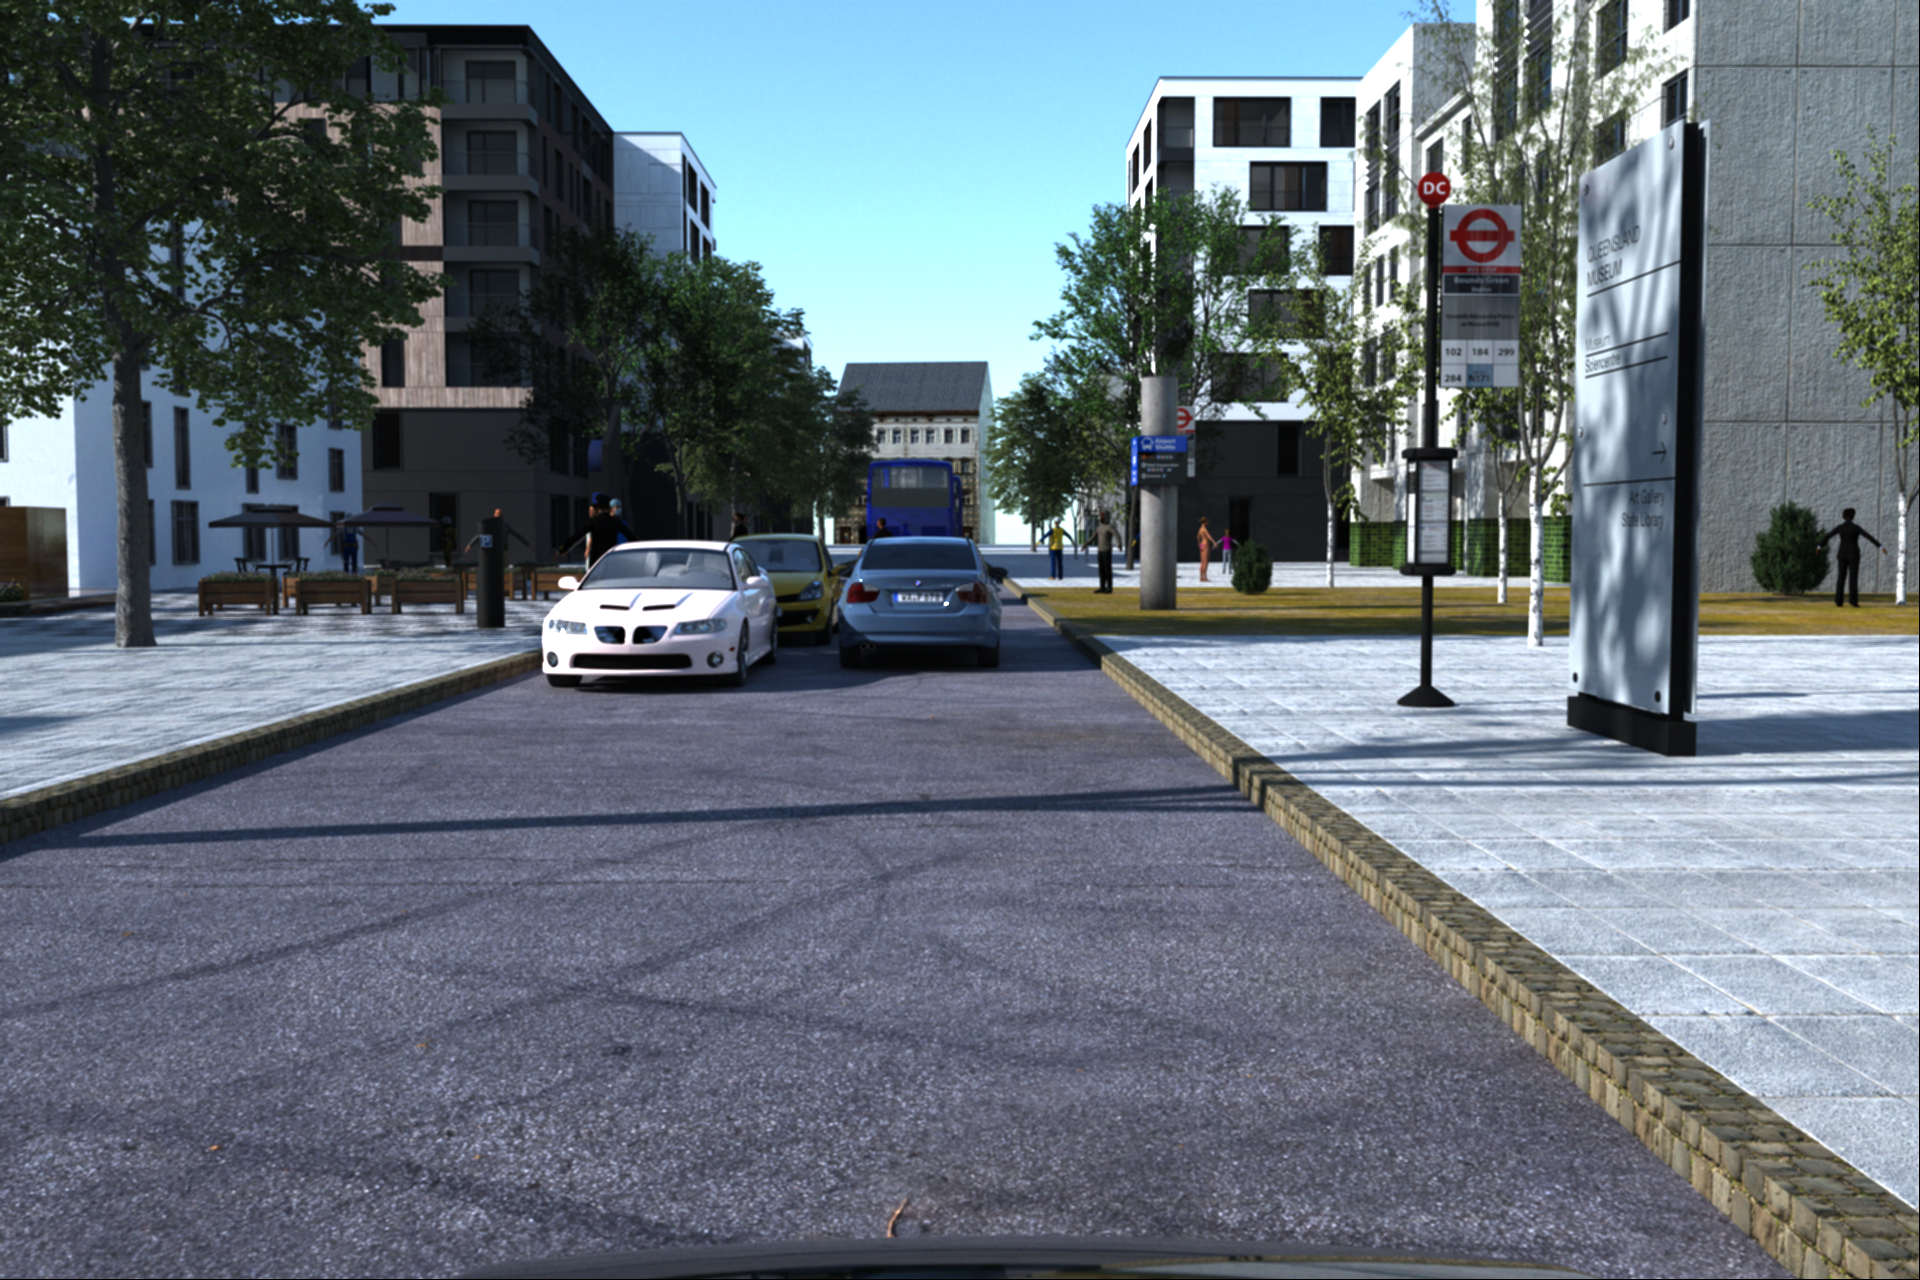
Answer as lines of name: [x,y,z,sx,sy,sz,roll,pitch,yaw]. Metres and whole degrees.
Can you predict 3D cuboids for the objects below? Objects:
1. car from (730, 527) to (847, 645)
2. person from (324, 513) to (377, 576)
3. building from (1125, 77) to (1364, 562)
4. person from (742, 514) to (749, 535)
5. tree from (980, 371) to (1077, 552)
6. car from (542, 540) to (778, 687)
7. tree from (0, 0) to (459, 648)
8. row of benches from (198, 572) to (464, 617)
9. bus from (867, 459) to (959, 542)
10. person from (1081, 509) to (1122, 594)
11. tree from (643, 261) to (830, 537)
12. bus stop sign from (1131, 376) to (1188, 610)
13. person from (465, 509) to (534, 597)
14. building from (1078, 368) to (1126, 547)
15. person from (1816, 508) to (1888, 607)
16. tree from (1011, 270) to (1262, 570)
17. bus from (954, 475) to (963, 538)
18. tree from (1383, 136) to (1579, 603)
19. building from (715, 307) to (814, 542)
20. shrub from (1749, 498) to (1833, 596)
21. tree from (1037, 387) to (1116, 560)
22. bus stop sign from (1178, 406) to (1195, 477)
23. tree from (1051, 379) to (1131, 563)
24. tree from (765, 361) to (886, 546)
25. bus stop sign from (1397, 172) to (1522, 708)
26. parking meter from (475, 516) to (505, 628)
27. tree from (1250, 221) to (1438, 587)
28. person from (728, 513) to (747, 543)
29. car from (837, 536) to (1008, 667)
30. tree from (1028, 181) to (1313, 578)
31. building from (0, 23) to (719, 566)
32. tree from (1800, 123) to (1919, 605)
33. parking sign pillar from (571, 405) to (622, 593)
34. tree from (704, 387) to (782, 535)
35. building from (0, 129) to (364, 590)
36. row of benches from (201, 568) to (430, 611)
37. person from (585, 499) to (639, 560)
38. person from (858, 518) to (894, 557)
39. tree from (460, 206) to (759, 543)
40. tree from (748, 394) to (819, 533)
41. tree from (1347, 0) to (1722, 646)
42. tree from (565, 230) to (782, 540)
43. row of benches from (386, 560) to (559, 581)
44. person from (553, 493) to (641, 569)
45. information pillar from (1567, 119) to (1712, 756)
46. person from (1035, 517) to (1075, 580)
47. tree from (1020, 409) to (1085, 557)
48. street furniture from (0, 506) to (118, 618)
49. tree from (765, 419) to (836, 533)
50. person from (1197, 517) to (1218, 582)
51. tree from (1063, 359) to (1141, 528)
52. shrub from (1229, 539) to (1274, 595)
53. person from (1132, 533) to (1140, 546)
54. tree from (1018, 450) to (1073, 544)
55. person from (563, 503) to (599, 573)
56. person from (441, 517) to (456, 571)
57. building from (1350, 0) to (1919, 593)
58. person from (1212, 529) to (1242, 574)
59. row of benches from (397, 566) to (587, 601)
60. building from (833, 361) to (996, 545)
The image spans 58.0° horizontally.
car: [-2.510,-0.818,23.605,2.015,1.641,3.980,0,4,0]
person: [-16.179,-2.452,45.952,1.347,1.847,0.705,-2,4,-27]
building: [22.699,-15.303,94.179,27.936,21.610,32.646,0,4,-1]
person: [-5.772,-2.464,46.422,0.704,1.812,1.346,0,4,3]
tree: [4.926,-12.391,120.727,7.486,12.596,7.792,0,3,0]
car: [-2.947,-0.330,17.763,2.083,1.381,4.827,0,4,0]
tree: [-9.864,-6.196,19.425,7.486,12.596,7.792,0,3,0]
row of benches: [-10.053,-0.741,27.579,4.104,0.672,1.422,-1,4,-10]
bus: [-1.445,-3.930,55.810,2.896,3.916,12.251,0,4,0]
person: [3.114,-1.915,37.440,0.705,1.813,1.348,-2,4,-34]
tree: [-9.276,-9.395,71.732,7.486,12.596,7.792,0,3,0]
bus stop sign: [3.362,-2.463,29.285,0.837,3.901,0.837,0,4,-2]
person: [-9.385,-1.776,35.308,1.348,1.796,0.705,-1,4,-18]
building: [22.672,-19.987,193.238,16.747,18.905,31.486,0,4,0]
person: [15.670,-1.453,30.481,0.721,1.740,1.216,-3,5,-39]
tree: [6.005,-7.720,60.640,8.767,10.594,7.601,0,4,-3]
bus: [-1.297,-4.681,68.082,2.896,3.916,12.251,0,4,-1]
tree: [10.011,-4.988,31.918,4.737,8.622,4.395,0,3,0]
building: [-29.547,-20.007,171.094,27.936,21.610,32.646,0,4,-1]
shrub: [17.248,-1.930,35.968,1.690,2.028,1.600,0,3,0]
tree: [5.804,-8.309,86.217,4.737,8.622,4.395,0,3,0]
bus stop sign: [4.038,-2.707,32.961,0.855,3.939,0.416,0,4,-1]
tree: [5.565,-7.753,77.125,4.360,8.622,3.978,0,3,0]
tree: [-10.098,-13.443,126.450,9.857,13.997,8.962,0,3,0]
bus stop sign: [3.715,-1.479,12.881,0.855,3.939,0.416,0,3,0]
parking meter: [-6.448,-0.939,23.764,0.372,1.533,0.369,0,3,0]
tree: [9.165,-5.572,41.469,4.737,8.622,4.395,0,3,0]
person: [-5.505,-2.248,42.934,0.705,1.806,1.347,-2,4,-27]
car: [-0.438,-0.486,19.943,2.014,1.417,4.499,0,4,0]
tree: [6.015,-7.624,50.412,9.928,11.665,9.643,0,3,0]
building: [-28.047,-14.807,86.069,27.936,21.610,32.646,0,4,-1]
tree: [17.184,-4.930,30.961,4.737,8.622,4.395,0,3,0]
parking sign pillar: [-7.273,-2.880,35.563,1.447,3.967,1.447,0,4,0]
tree: [-9.942,-7.977,80.781,4.737,8.622,4.395,0,3,0]
building: [-22.872,-6.603,50.102,9.099,9.664,28.070,0,4,0]
row of benches: [-11.297,-0.910,30.346,1.422,0.672,4.104,3,5,42]
person: [-5.256,-1.247,26.517,0.704,1.817,1.347,3,4,37]
person: [-1.817,-1.913,39.963,0.704,1.802,1.346,3,5,41]
tree: [-9.506,-7.024,49.257,8.767,10.594,7.601,-3,5,-43]
tree: [-9.703,-8.542,90.017,4.737,8.622,4.395,0,3,0]
tree: [6.738,-4.249,19.836,4.360,8.622,3.978,0,3,0]
tree: [-9.741,-8.207,59.934,9.928,11.665,9.643,0,3,0]
row of benches: [-11.618,-1.567,41.086,4.104,0.672,1.422,-1,4,-11]
person: [-4.876,-1.087,23.706,1.347,1.837,0.705,-2,4,-24]
information pillar: [4.159,-1.185,10.697,0.184,3.620,1.656,0,3,0]
person: [2.693,-2.585,48.723,1.216,1.772,0.721,-1,4,-20]
tree: [5.254,-9.052,98.360,4.737,8.622,4.395,0,3,0]
street furniture: [-19.149,-1.320,28.444,9.812,1.723,11.010,-1,4,-10]
tree: [-10.222,-9.436,104.646,4.360,8.622,3.978,0,3,0]
person: [6.669,-2.438,46.672,0.721,1.733,1.217,-1,4,-14]
tree: [5.905,-7.304,69.775,4.737,8.622,4.395,0,3,0]
shrub: [6.157,-1.558,36.584,1.383,1.207,1.383,0,3,0]
person: [5.821,-2.845,52.486,1.349,1.833,0.705,-1,4,-18]
tree: [10.826,-18.350,218.144,7.486,12.596,7.792,0,3,0]
person: [-6.215,-1.426,29.499,1.347,1.806,0.705,2,4,33]
person: [-17.327,-3.221,58.437,0.705,1.858,1.354,-1,4,-18]
building: [24.043,-11.412,53.041,16.747,18.905,31.486,0,4,0]
person: [8.590,-2.834,55.603,0.991,1.433,0.599,1,4,14]
row of benches: [-8.980,-1.117,33.722,4.104,0.672,1.422,1,4,12]
building: [-5.429,-23.628,219.703,18.063,23.208,19.493,0,4,7]
